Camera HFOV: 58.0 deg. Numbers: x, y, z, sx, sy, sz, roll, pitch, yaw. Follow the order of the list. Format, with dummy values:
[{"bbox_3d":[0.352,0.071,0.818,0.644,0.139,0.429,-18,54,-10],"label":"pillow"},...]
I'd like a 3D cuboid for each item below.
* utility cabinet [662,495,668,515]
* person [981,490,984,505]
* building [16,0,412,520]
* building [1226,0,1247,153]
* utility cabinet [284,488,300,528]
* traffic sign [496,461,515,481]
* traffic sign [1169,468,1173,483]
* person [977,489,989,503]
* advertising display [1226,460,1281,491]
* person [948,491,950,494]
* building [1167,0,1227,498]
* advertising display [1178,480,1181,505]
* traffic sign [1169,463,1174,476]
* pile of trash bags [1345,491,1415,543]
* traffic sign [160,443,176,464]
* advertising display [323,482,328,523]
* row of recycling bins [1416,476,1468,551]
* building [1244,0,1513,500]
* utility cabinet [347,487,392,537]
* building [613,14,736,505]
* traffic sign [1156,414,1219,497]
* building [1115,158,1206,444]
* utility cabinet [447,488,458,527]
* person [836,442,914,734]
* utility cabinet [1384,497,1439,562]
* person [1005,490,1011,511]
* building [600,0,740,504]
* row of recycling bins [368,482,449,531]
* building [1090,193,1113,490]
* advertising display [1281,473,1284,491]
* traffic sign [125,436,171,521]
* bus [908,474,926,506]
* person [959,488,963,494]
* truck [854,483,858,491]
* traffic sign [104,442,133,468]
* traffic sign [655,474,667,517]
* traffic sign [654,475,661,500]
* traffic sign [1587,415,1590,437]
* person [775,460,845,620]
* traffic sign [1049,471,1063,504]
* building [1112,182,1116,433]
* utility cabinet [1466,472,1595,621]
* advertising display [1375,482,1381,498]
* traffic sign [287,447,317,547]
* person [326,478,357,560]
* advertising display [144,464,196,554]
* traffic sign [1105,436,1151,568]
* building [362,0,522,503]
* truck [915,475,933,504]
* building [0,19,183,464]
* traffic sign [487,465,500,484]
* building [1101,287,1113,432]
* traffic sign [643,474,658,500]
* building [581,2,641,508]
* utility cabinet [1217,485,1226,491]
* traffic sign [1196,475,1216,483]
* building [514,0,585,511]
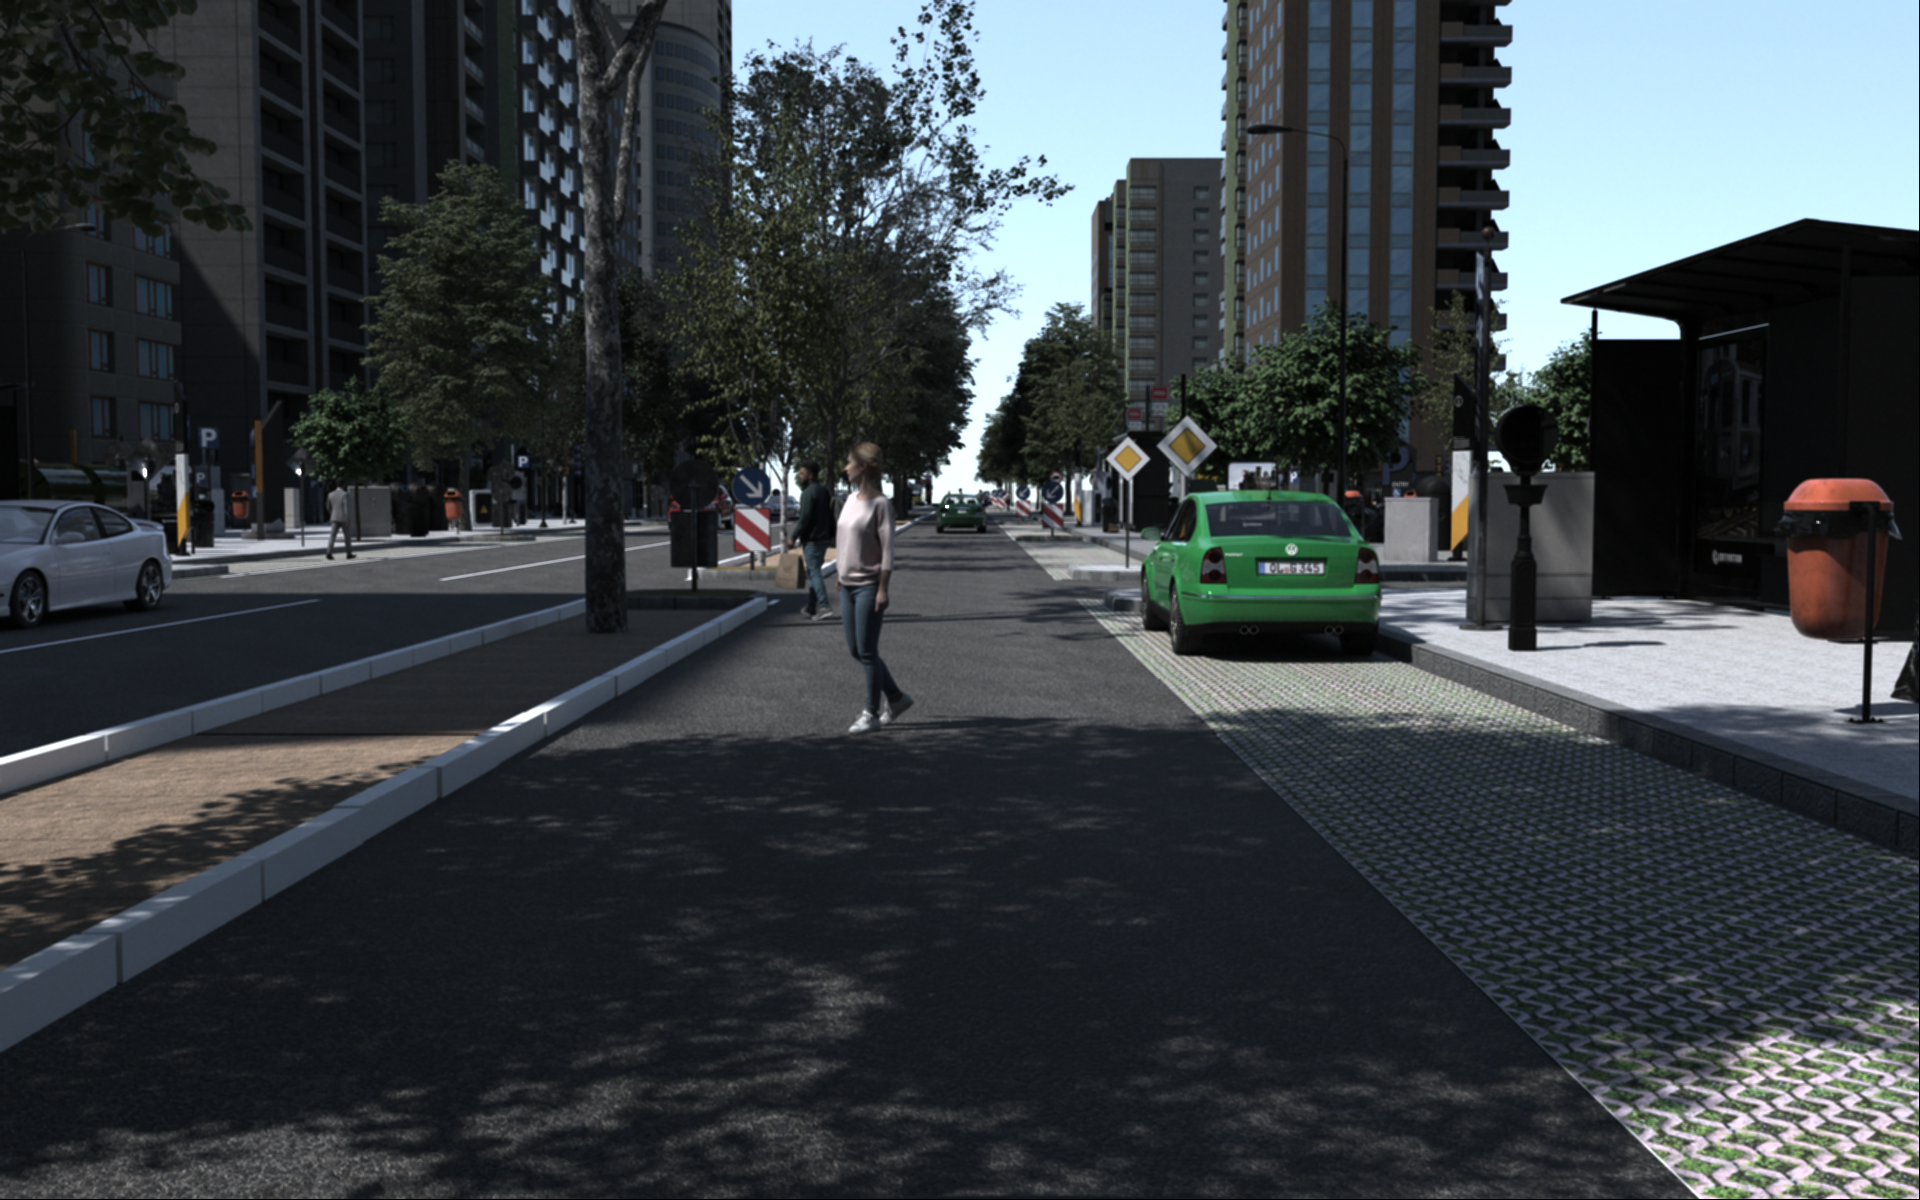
[{"bbox_3d":[-17.908,-5.753,105.217,0.306,1.237,1.020,1,4,19],"label":"utility cabinet"},{"bbox_3d":[2.176,-10.374,178.104,0.705,1.826,1.348,-2,4,-24],"label":"person"},{"bbox_3d":[-40.379,-39.787,88.764,20.563,71.187,20.611,0,4,0],"label":"building"},{"bbox_3d":[26.415,-27.165,127.746,14.154,41.232,14.086,0,4,0],"label":"building"},{"bbox_3d":[-25.051,-3.404,64.327,1.173,1.500,0.318,2,4,25],"label":"utility cabinet"},{"bbox_3d":[-17.678,-4.116,67.395,0.768,2.556,0.104,0,4,8],"label":"traffic sign"},{"bbox_3d":[7.928,-3.959,66.862,0.606,2.300,0.079,1,4,8],"label":"traffic sign"},{"bbox_3d":[1.633,-8.023,139.765,1.350,1.814,0.705,0,4,-1],"label":"person"},{"bbox_3d":[5.487,-1.673,32.567,0.974,1.923,0.123,1,4,13],"label":"advertising display"},{"bbox_3d":[-1.233,-11.885,202.752,0.705,1.831,1.348,3,5,44],"label":"person"},{"bbox_3d":[31.038,-51.176,149.399,22.319,86.520,31.000,0,4,0],"label":"building"},{"bbox_3d":[9.956,-4.477,78.406,0.123,1.923,0.974,0,4,4],"label":"advertising display"},{"bbox_3d":[8.023,-4.151,67.978,0.768,2.556,0.104,0,4,1],"label":"traffic sign"},{"bbox_3d":[11.143,-2.270,46.863,1.912,1.369,3.447,-1,4,-10],"label":"pile of trash bags"},{"bbox_3d":[-19.720,-2.637,43.226,0.768,2.556,0.104,0,4,1],"label":"traffic sign"},{"bbox_3d":[-28.710,-4.463,78.188,0.123,1.923,0.974,-3,4,-36],"label":"advertising display"},{"bbox_3d":[12.091,-1.953,39.046,3.534,1.692,1.069,1,4,19],"label":"row of recycling bins"},{"bbox_3d":[26.762,-28.342,113.504,14.600,45.320,14.200,0,4,0],"label":"building"},{"bbox_3d":[-17.376,-2.586,50.968,1.173,1.500,0.318,-2,4,-29],"label":"utility cabinet"},{"bbox_3d":[-40.544,-41.217,215.902,21.231,58.520,28.212,0,4,0],"label":"building"},{"bbox_3d":[2.865,-1.118,21.928,0.795,2.450,0.064,0,4,0],"label":"traffic sign"},{"bbox_3d":[27.214,-32.393,213.219,14.154,41.232,14.086,0,4,0],"label":"building"},{"bbox_3d":[-19.791,-3.518,66.199,1.173,1.500,0.318,1,4,12],"label":"utility cabinet"},{"bbox_3d":[-0.528,-0.083,10.534,0.598,1.740,0.731,-3,5,-43],"label":"person"},{"bbox_3d":[8.582,-1.332,32.940,0.306,1.237,1.020,-3,5,-42],"label":"utility cabinet"},{"bbox_3d":[3.597,-7.498,132.035,0.436,1.711,0.756,3,5,44],"label":"person"},{"bbox_3d":[-39.976,-49.041,240.067,20.563,71.187,20.611,0,4,0],"label":"building"},{"bbox_3d":[-19.054,-3.213,59.641,1.069,1.692,3.534,2,4,25],"label":"row of recycling bins"},{"bbox_3d":[26.782,-37.097,256.645,14.600,45.320,14.200,0,4,0],"label":"building"},{"bbox_3d":[9.680,-2.940,53.280,0.123,1.923,0.974,3,4,39],"label":"advertising display"},{"bbox_3d":[-14.050,-1.612,29.995,0.795,2.450,0.064,0,4,0],"label":"traffic sign"},{"bbox_3d":[-5.757,-13.630,214.403,2.896,3.916,12.252,0,4,1],"label":"bus"},{"bbox_3d":[0.020,-5.743,102.735,0.374,1.781,0.599,1,4,15],"label":"person"},{"bbox_3d":[-10.366,-12.957,201.606,2.967,4.110,18.799,0,4,0],"label":"truck"},{"bbox_3d":[-20.425,-2.567,42.078,0.768,2.556,0.104,0,4,6],"label":"traffic sign"},{"bbox_3d":[-16.384,-5.804,95.004,0.768,2.556,0.104,0,4,8],"label":"traffic sign"},{"bbox_3d":[-17.871,-6.299,103.099,0.768,2.556,0.104,0,4,3],"label":"traffic sign"},{"bbox_3d":[8.664,-1.398,22.960,0.768,2.556,0.104,0,4,1],"label":"traffic sign"},{"bbox_3d":[-1.709,-0.691,19.787,0.713,1.824,0.794,3,5,42],"label":"person"},{"bbox_3d":[5.243,-5.810,95.098,0.768,2.556,0.104,0,4,3],"label":"traffic sign"},{"bbox_3d":[26.879,-33.255,227.306,14.154,41.232,14.086,0,4,0],"label":"building"},{"bbox_3d":[5.695,-0.528,17.320,1.173,1.500,0.318,0,4,-4],"label":"utility cabinet"},{"bbox_3d":[22.767,-5.366,92.950,0.974,1.923,0.123,0,4,3],"label":"advertising display"},{"bbox_3d":[-16.010,-2.505,42.143,0.795,2.450,0.064,1,4,9],"label":"traffic sign"},{"bbox_3d":[-13.538,-1.774,37.785,0.678,1.792,0.850,1,4,15],"label":"person"},{"bbox_3d":[-16.770,-1.930,36.772,0.974,1.923,0.123,-2,4,-25],"label":"advertising display"},{"bbox_3d":[2.894,-1.607,29.913,0.795,2.450,0.064,0,4,0],"label":"traffic sign"},{"bbox_3d":[-37.222,-26.203,112.017,14.154,41.232,14.086,0,4,0],"label":"building"},{"bbox_3d":[-5.366,-16.268,254.888,2.839,4.237,11.283,0,4,0],"label":"truck"},{"bbox_3d":[-46.321,-13.001,57.608,27.650,21.520,28.899,0,4,0],"label":"building"},{"bbox_3d":[-20.693,-4.711,77.125,0.768,2.556,0.104,0,4,4],"label":"traffic sign"},{"bbox_3d":[26.503,-28.757,241.883,14.160,30.474,14.107,0,4,0],"label":"building"},{"bbox_3d":[-18.042,-6.184,101.115,0.884,2.594,0.081,0,4,3],"label":"traffic sign"},{"bbox_3d":[-37.327,-30.982,156.671,14.600,45.320,14.200,0,4,0],"label":"building"},{"bbox_3d":[6.907,-2.142,43.701,1.173,1.500,0.318,3,4,38],"label":"utility cabinet"},{"bbox_3d":[8.544,-3.696,54.302,2.265,3.308,0.079,0,4,6],"label":"traffic sign"},{"bbox_3d":[-41.712,-31.479,134.287,23.786,49.044,30.456,0,4,0],"label":"building"}]
